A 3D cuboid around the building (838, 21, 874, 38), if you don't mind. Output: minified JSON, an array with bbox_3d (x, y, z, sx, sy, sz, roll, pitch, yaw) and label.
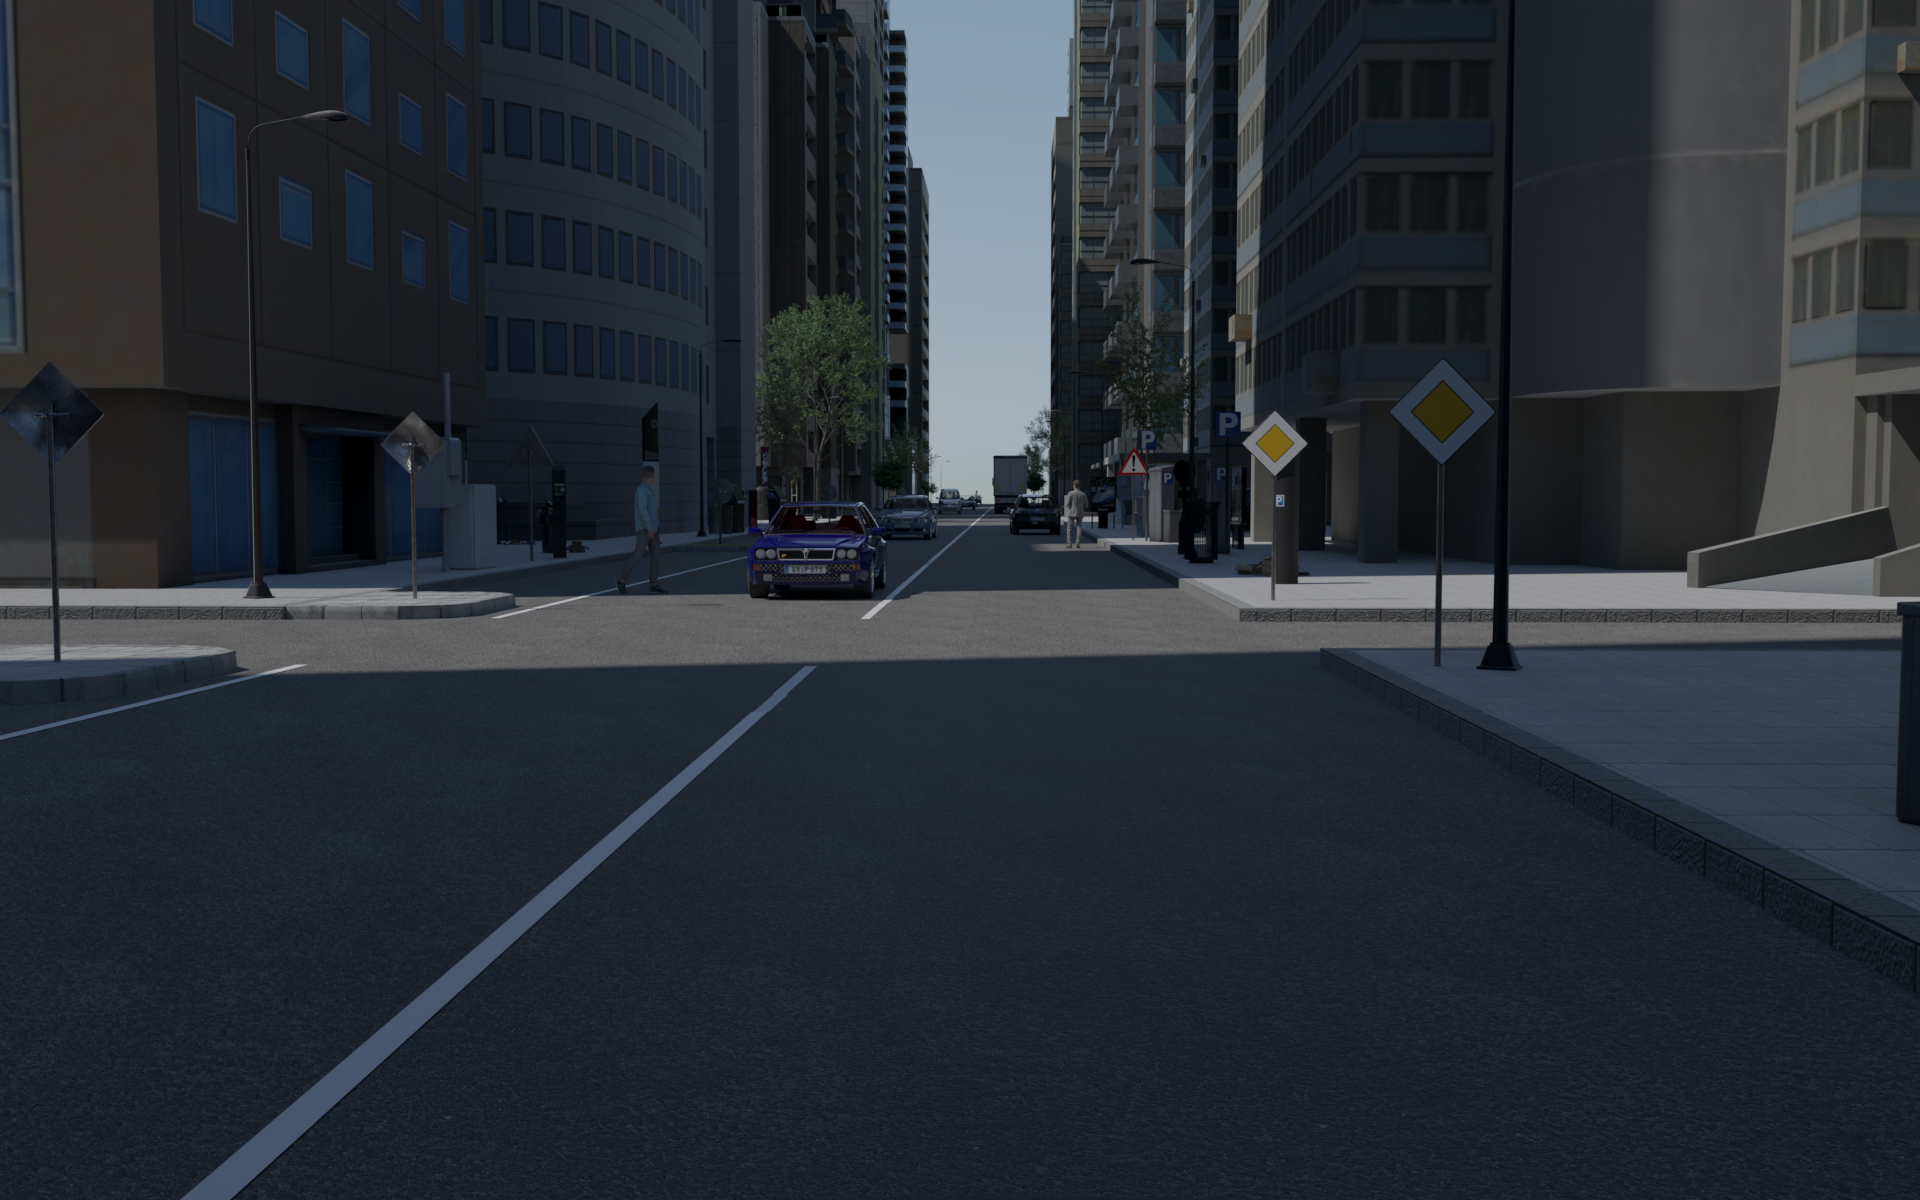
[{"bbox_3d":[-14.678,-28.292,146.167,14.154,41.232,14.086,0,4,2],"label":"building"}]

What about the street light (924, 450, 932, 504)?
[{"bbox_3d":[-3.740,-12.731,180.686,1.470,5.913,1.316,0,4,2],"label":"street light"}]

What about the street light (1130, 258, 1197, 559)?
[{"bbox_3d":[4.051,-3.774,34.247,1.470,5.913,1.316,0,4,2],"label":"street light"}]

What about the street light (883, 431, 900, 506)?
[{"bbox_3d":[-5.144,-9.537,128.469,1.470,5.913,1.316,0,4,2],"label":"street light"}]

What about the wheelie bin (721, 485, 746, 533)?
[{"bbox_3d":[-7.507,-3.005,57.039,0.693,1.594,0.980,1,4,21],"label":"wheelie bin"}]

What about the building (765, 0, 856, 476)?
[{"bbox_3d":[-19.220,-28.742,124.549,22.147,44.769,28.867,0,4,2],"label":"building"}]

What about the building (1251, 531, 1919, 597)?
[{"bbox_3d":[18.831,-21.062,36.240,23.993,40.220,32.217,0,4,2],"label":"building"}]

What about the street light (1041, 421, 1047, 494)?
[{"bbox_3d":[6.060,-8.371,109.405,1.470,5.913,1.316,0,4,2],"label":"street light"}]

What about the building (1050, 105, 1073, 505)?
[{"bbox_3d":[22.041,-36.009,212.441,21.300,48.544,21.600,0,4,2],"label":"building"}]

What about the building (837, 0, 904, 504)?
[{"bbox_3d":[-16.730,-46.081,191.673,20.563,71.187,20.611,0,4,2],"label":"building"}]

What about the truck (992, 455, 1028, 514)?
[{"bbox_3d":[3.789,-8.677,130.778,2.839,4.237,11.283,0,4,2],"label":"truck"}]

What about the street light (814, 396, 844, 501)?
[{"bbox_3d":[-6.377,-6.726,82.513,1.470,5.913,1.316,0,4,2],"label":"street light"}]

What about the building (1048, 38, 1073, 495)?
[{"bbox_3d":[23.713,-56.589,237.894,22.319,86.520,31.000,0,4,2],"label":"building"}]

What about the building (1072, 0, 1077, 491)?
[{"bbox_3d":[20.573,-37.461,154.479,21.231,58.520,28.212,0,4,2],"label":"building"}]

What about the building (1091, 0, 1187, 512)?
[{"bbox_3d":[20.822,-30.063,111.143,23.786,49.044,30.456,0,4,2],"label":"building"}]

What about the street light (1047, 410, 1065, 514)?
[{"bbox_3d":[5.694,-7.546,95.916,1.470,5.913,1.316,0,4,2],"label":"street light"}]

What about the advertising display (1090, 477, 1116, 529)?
[{"bbox_3d":[5.321,-3.616,64.331,0.974,1.923,0.123,1,4,22],"label":"advertising display"}]

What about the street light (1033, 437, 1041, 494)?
[{"bbox_3d":[6.914,-10.274,140.525,1.470,5.913,1.316,0,4,2],"label":"street light"}]

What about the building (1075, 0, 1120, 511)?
[{"bbox_3d":[15.946,-27.533,133.751,14.154,41.232,14.086,0,4,2],"label":"building"}]

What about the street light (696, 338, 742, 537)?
[{"bbox_3d":[-7.212,-4.850,51.837,1.470,5.913,1.316,0,4,2],"label":"street light"}]

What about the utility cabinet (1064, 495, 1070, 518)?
[{"bbox_3d":[5.966,-5.042,93.603,0.306,1.237,1.020,2,4,27],"label":"utility cabinet"}]

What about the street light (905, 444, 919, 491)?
[{"bbox_3d":[-4.463,-11.438,159.556,1.470,5.913,1.316,0,4,2],"label":"street light"}]

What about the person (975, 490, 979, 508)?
[{"bbox_3d":[1.782,-10.746,184.179,0.705,1.826,1.348,-1,4,-16],"label":"person"}]

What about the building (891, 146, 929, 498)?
[{"bbox_3d":[-15.470,-37.966,244.452,21.300,48.544,21.600,0,4,2],"label":"building"}]

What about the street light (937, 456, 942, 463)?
[{"bbox_3d":[-3.007,-14.607,211.365,1.470,5.913,1.316,0,4,2],"label":"street light"}]

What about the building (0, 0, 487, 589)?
[{"bbox_3d":[-17.198,-23.166,28.879,14.600,45.320,14.200,0,4,2],"label":"building"}]

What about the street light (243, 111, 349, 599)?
[{"bbox_3d":[-8.105,-2.974,21.162,1.470,5.913,1.316,0,4,2],"label":"street light"}]

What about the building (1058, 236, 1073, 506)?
[{"bbox_3d":[18.123,-25.907,195.272,14.160,30.474,14.107,0,4,2],"label":"building"}]

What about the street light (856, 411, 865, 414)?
[{"bbox_3d":[-6.056,-7.644,97.521,1.470,5.913,1.316,0,4,2],"label":"street light"}]

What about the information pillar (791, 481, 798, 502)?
[{"bbox_3d":[-9.216,-5.631,96.554,0.304,2.012,0.304,0,4,5],"label":"information pillar"}]

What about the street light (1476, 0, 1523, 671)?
[{"bbox_3d":[3.424,-2.448,12.562,1.470,5.913,1.316,0,4,2],"label":"street light"}]

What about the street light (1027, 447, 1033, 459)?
[{"bbox_3d":[7.687,-12.176,171.622,1.470,5.913,1.316,0,4,2],"label":"street light"}]

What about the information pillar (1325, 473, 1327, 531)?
[{"bbox_3d":[12.559,-3.406,60.180,0.304,2.012,0.304,0,4,1],"label":"information pillar"}]

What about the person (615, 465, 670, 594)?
[{"bbox_3d":[-4.547,-1.008,24.835,0.748,1.841,0.638,1,4,11],"label":"person"}]

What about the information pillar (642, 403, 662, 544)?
[{"bbox_3d":[-7.894,-3.237,44.275,0.183,3.616,0.504,3,5,40],"label":"information pillar"}]

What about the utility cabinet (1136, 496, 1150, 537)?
[{"bbox_3d":[5.568,-2.529,52.503,0.306,1.237,1.020,0,4,-4],"label":"utility cabinet"}]

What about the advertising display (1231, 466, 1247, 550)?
[{"bbox_3d":[6.481,-2.148,40.327,0.123,1.923,0.974,0,4,-6],"label":"advertising display"}]

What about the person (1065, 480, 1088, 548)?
[{"bbox_3d":[3.060,-2.283,46.020,0.606,1.804,0.583,-1,4,-19],"label":"person"}]

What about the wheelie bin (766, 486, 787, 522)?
[{"bbox_3d":[-7.467,-3.814,70.263,0.693,1.594,0.980,1,4,20],"label":"wheelie bin"}]

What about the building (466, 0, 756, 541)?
[{"bbox_3d":[-19.470,-31.541,57.700,21.231,58.520,28.212,0,4,2],"label":"building"}]

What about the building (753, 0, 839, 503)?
[{"bbox_3d":[-14.979,-20.288,103.415,14.160,30.474,14.107,0,4,2],"label":"building"}]

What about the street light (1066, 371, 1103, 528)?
[{"bbox_3d":[4.817,-5.670,65.241,1.470,5.913,1.316,0,4,2],"label":"street light"}]

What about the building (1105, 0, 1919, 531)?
[{"bbox_3d":[22.931,-23.529,76.583,32.217,40.220,23.993,0,4,2],"label":"building"}]

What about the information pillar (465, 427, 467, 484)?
[{"bbox_3d":[-12.193,-3.109,42.185,0.183,3.616,0.504,1,4,21],"label":"information pillar"}]

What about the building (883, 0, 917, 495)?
[{"bbox_3d":[-16.365,-55.308,216.962,22.319,86.520,31.000,0,4,2],"label":"building"}]

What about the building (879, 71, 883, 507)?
[{"bbox_3d":[-14.677,-29.204,161.076,14.154,41.232,14.086,0,4,2],"label":"building"}]
